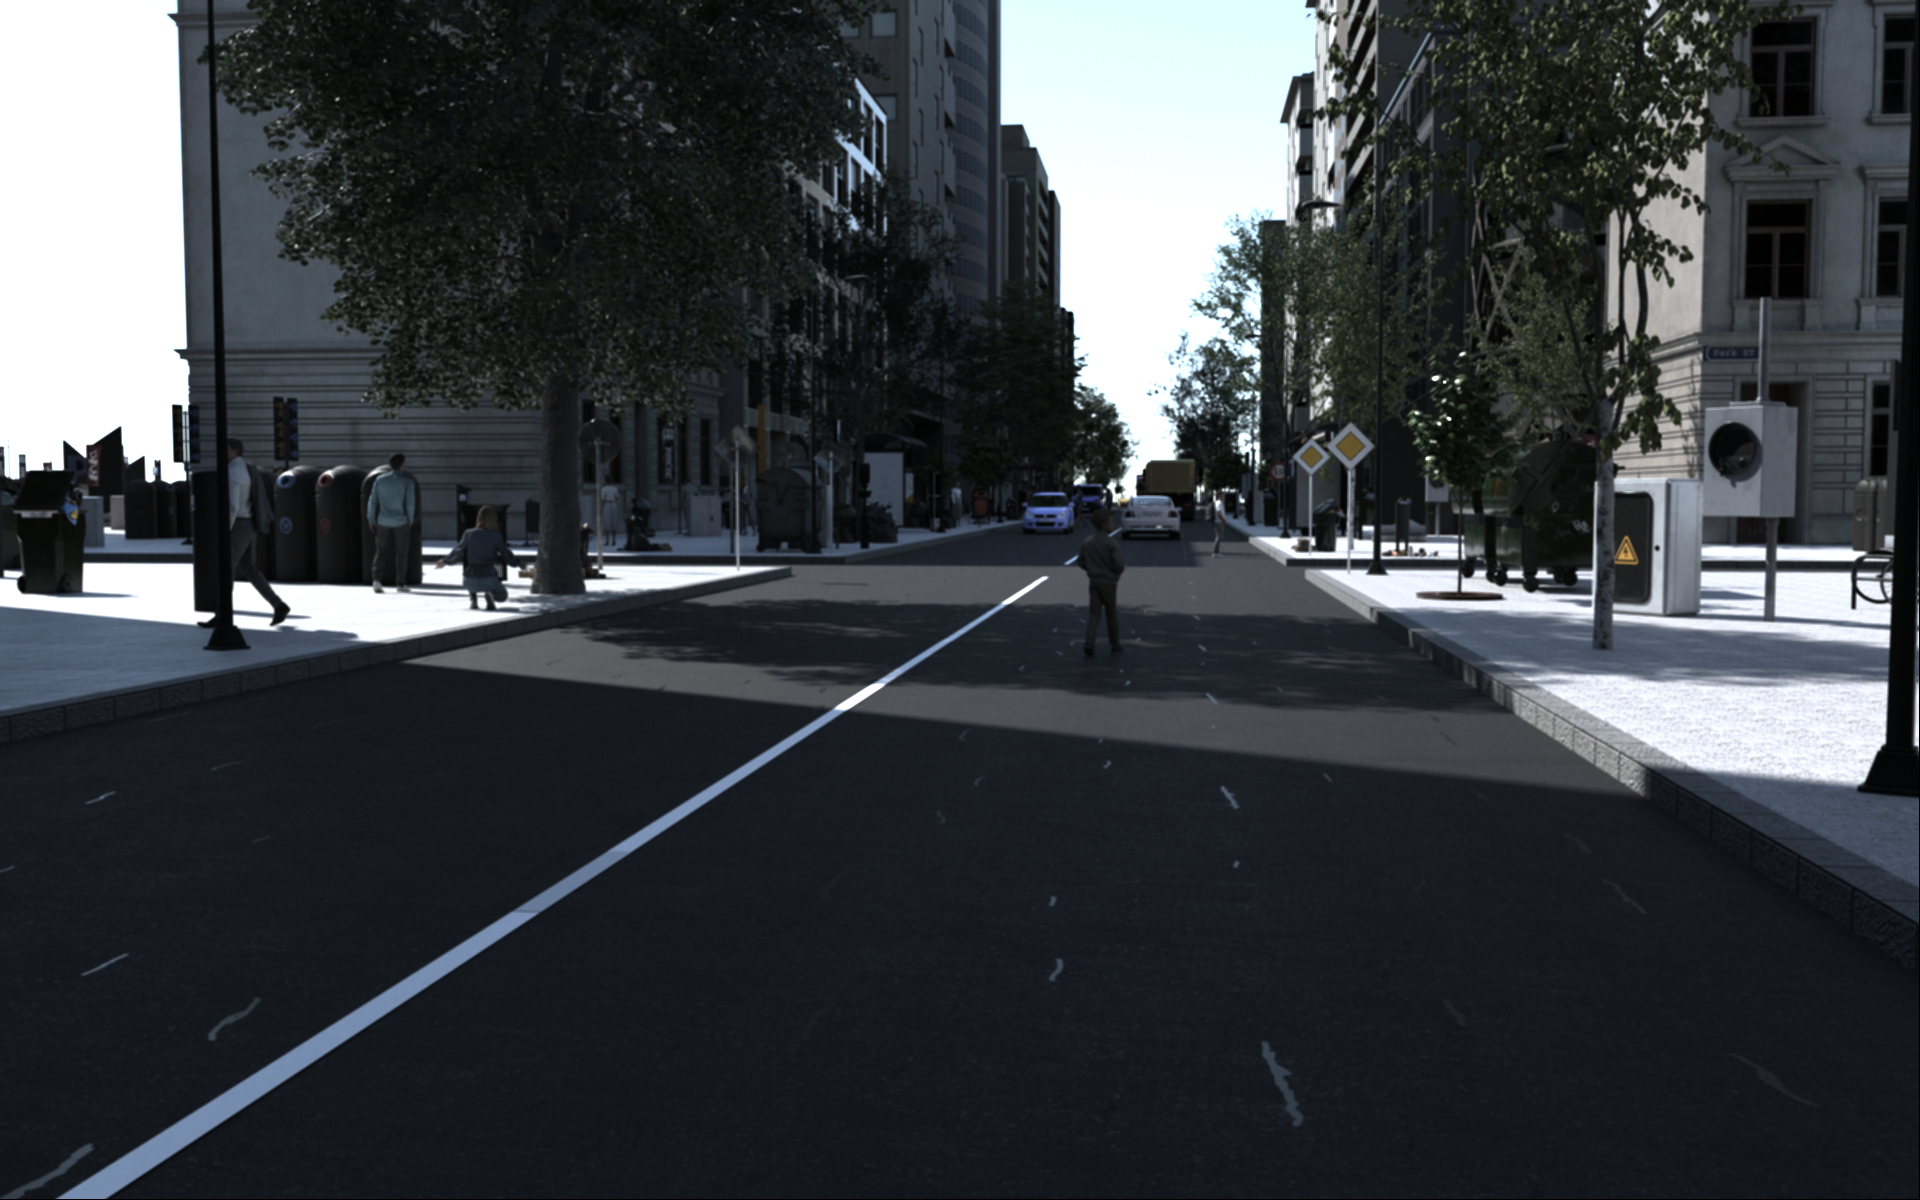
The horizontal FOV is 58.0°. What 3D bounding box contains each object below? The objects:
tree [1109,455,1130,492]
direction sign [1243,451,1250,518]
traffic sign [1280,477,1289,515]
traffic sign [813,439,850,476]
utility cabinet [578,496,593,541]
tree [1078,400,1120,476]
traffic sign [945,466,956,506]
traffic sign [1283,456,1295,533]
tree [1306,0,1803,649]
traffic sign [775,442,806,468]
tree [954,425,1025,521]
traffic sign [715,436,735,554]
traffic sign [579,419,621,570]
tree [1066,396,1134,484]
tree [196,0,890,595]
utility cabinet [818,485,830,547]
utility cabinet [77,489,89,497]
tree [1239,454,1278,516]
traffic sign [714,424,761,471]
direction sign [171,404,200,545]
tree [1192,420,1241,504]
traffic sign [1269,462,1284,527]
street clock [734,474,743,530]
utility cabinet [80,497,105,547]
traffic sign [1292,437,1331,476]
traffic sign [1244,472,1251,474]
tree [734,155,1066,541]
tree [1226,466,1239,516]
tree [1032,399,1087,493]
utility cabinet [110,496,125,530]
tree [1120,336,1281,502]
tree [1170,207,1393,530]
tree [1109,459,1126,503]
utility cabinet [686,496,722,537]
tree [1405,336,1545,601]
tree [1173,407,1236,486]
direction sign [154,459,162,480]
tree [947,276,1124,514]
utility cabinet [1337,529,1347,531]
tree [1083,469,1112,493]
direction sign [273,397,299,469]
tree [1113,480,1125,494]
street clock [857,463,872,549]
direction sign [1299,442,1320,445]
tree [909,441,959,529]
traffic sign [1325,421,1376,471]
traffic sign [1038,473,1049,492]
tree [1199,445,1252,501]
[{"bbox_3d":[22.774,-18.298,249.530,4.360,8.622,3.978,0,3,0],"label":"tree"},{"bbox_3d":[15.248,-6.117,92.004,0.379,3.537,0.876,0,4,-4],"label":"direction sign"},{"bbox_3d":[14.545,-4.746,77.709,0.768,2.556,0.104,1,4,11],"label":"traffic sign"},{"bbox_3d":[-2.760,-2.127,36.974,0.795,2.593,0.064,0,4,7],"label":"traffic sign"},{"bbox_3d":[-10.352,-2.238,47.759,0.306,1.237,1.020,-1,4,-19],"label":"utility cabinet"},{"bbox_3d":[19.148,-19.234,224.845,12.009,13.543,11.850,0,3,0],"label":"tree"},{"bbox_3d":[-0.561,-4.835,79.157,0.768,2.556,0.104,1,4,13],"label":"traffic sign"},{"bbox_3d":[11.052,-3.493,57.210,0.768,2.556,0.104,1,4,15],"label":"traffic sign"},{"bbox_3d":[5.105,-3.896,14.064,4.737,8.622,4.395,0,3,0],"label":"tree"},{"bbox_3d":[-4.127,-2.570,42.127,0.768,2.556,0.104,1,4,12],"label":"traffic sign"},{"bbox_3d":[1.419,-6.044,82.526,4.285,4.588,4.351,0,3,0],"label":"tree"},{"bbox_3d":[-4.918,-2.276,37.312,0.768,2.556,0.104,1,4,13],"label":"traffic sign"},{"bbox_3d":[-6.115,-1.789,29.358,0.768,2.556,0.104,1,4,13],"label":"traffic sign"},{"bbox_3d":[12.069,-13.916,161.946,8.767,10.594,7.601,0,4,4],"label":"tree"},{"bbox_3d":[-5.247,-7.060,22.089,9.857,13.997,8.962,0,3,0],"label":"tree"},{"bbox_3d":[-3.304,-2.023,41.757,0.318,1.500,1.173,0,4,3],"label":"utility cabinet"},{"bbox_3d":[-35.512,-3.782,70.514,1.173,1.500,0.318,-2,4,-27],"label":"utility cabinet"},{"bbox_3d":[14.567,-5.381,82.574,1.663,3.219,1.824,0,3,0],"label":"tree"},{"bbox_3d":[-3.741,-1.643,29.050,0.795,2.593,0.064,0,4,7],"label":"traffic sign"},{"bbox_3d":[-19.602,-3.176,43.920,0.379,3.537,0.876,1,4,20],"label":"direction sign"},{"bbox_3d":[23.633,-12.618,156.666,4.360,8.622,3.978,0,3,0],"label":"tree"},{"bbox_3d":[12.597,-4.179,68.436,0.768,2.556,0.104,1,4,11],"label":"traffic sign"},{"bbox_3d":[-7.835,-3.460,61.141,0.358,2.002,0.471,1,4,20],"label":"street clock"},{"bbox_3d":[-21.362,-1.894,42.135,1.020,1.237,0.306,1,4,13],"label":"utility cabinet"},{"bbox_3d":[7.256,-2.051,35.719,0.795,2.593,0.064,0,4,7],"label":"traffic sign"},{"bbox_3d":[16.306,-5.982,97.913,0.768,2.556,0.104,1,4,15],"label":"traffic sign"},{"bbox_3d":[-2.485,-6.895,47.146,7.601,10.594,8.767,-1,4,-21],"label":"tree"},{"bbox_3d":[16.824,-6.618,102.808,1.663,3.219,1.824,0,3,0],"label":"tree"},{"bbox_3d":[7.320,-10.861,127.939,4.360,8.622,3.978,0,3,0],"label":"tree"},{"bbox_3d":[-29.917,-3.119,62.157,1.020,1.237,0.306,0,4,-4],"label":"utility cabinet"},{"bbox_3d":[19.986,-13.741,135.035,12.009,13.543,11.850,0,3,0],"label":"tree"},{"bbox_3d":[12.059,-8.386,62.864,9.928,11.665,9.643,0,3,0],"label":"tree"},{"bbox_3d":[23.336,-18.961,260.376,4.737,8.622,4.395,0,3,0],"label":"tree"},{"bbox_3d":[-7.678,-2.499,52.012,1.020,1.237,0.306,-2,4,-32],"label":"utility cabinet"},{"bbox_3d":[6.294,-1.630,21.254,1.663,3.219,1.824,0,3,0],"label":"tree"},{"bbox_3d":[34.315,-20.495,241.755,9.857,13.997,8.962,0,3,0],"label":"tree"},{"bbox_3d":[-52.176,-7.383,112.713,0.379,3.537,0.876,0,4,2],"label":"direction sign"},{"bbox_3d":[3.331,-10.548,90.584,7.486,12.596,7.792,0,3,0],"label":"tree"},{"bbox_3d":[12.722,-3.098,59.327,1.173,1.500,0.318,0,4,5],"label":"utility cabinet"},{"bbox_3d":[15.033,-12.473,187.638,4.285,4.588,4.351,0,3,0],"label":"tree"},{"bbox_3d":[-15.820,-2.980,40.717,0.379,3.537,0.876,1,4,13],"label":"direction sign"},{"bbox_3d":[22.138,-15.151,242.312,1.663,3.219,1.824,0,3,0],"label":"tree"},{"bbox_3d":[-2.239,-2.207,40.661,0.358,2.002,0.471,0,4,-7],"label":"street clock"},{"bbox_3d":[15.004,-5.045,74.480,0.876,3.537,0.379,2,4,25],"label":"direction sign"},{"bbox_3d":[-0.737,-4.213,63.477,1.663,3.219,1.824,0,3,0],"label":"tree"},{"bbox_3d":[6.274,-1.566,27.794,0.795,2.593,0.064,0,4,7],"label":"traffic sign"},{"bbox_3d":[5.056,-6.476,105.980,0.768,2.556,0.104,1,4,11],"label":"traffic sign"},{"bbox_3d":[17.841,-7.992,114.388,4.285,4.588,4.351,0,3,0],"label":"tree"}]
